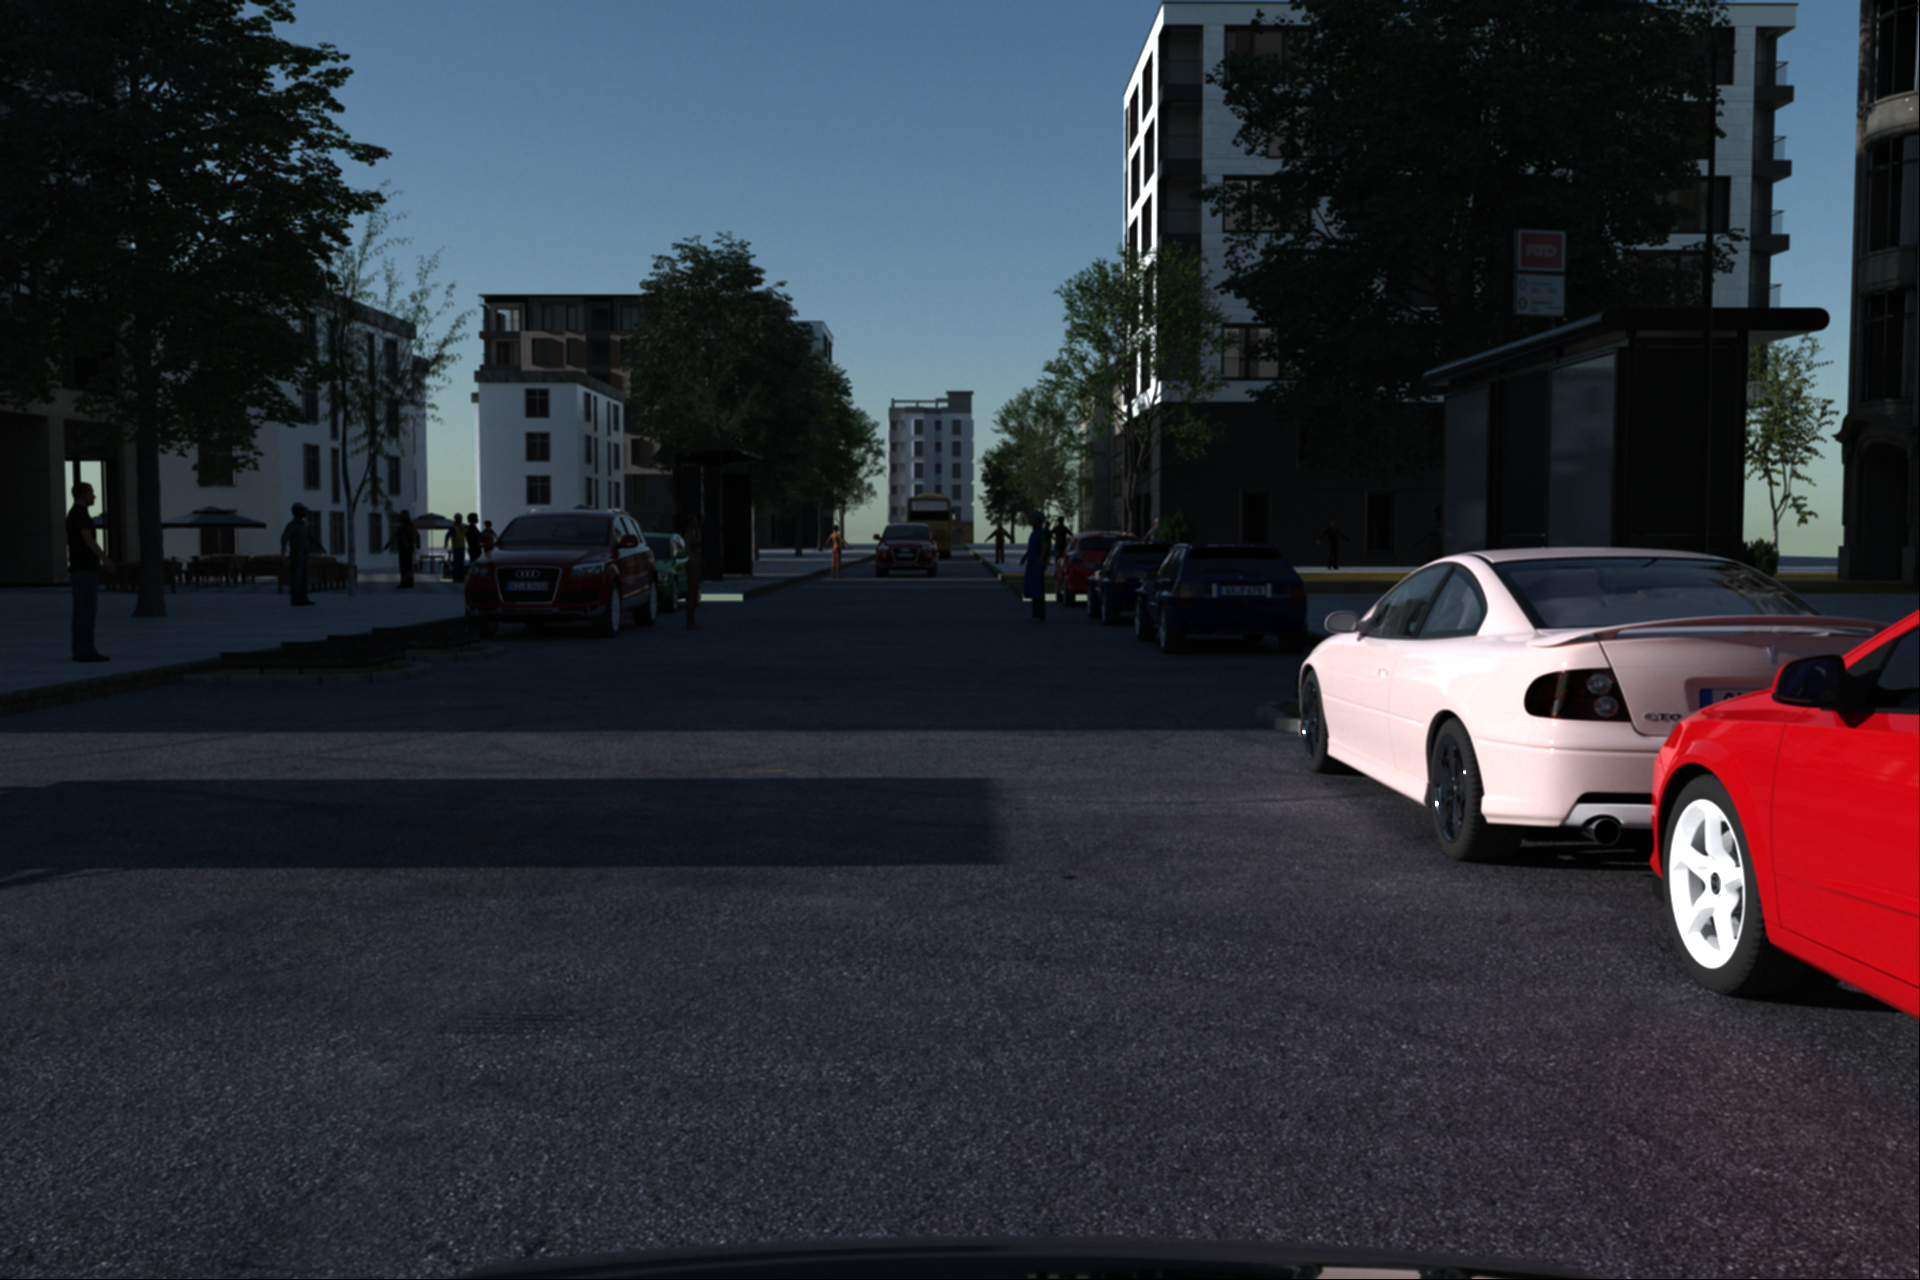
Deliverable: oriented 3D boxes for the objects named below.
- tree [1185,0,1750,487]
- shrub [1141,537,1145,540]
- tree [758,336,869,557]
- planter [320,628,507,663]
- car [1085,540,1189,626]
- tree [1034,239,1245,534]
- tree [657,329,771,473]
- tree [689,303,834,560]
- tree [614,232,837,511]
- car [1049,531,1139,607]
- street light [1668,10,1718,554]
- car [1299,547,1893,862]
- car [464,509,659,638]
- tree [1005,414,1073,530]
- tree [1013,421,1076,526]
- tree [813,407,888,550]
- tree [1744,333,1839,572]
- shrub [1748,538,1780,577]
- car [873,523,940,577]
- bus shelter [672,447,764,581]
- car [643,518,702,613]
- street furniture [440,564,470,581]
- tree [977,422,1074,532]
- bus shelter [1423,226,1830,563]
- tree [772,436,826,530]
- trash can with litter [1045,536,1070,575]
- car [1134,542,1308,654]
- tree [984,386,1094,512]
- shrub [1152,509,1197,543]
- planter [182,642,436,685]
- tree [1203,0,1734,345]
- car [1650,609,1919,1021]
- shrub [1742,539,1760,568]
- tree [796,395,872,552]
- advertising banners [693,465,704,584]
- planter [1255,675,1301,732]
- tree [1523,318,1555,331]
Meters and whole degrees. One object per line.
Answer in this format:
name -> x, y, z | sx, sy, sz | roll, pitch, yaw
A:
tree -> 9.426, -7.692, 32.415 | 9.857, 13.997, 8.962 | 0, 3, 0
shrub -> 5.590, -2.529, 52.468 | 1.383, 1.207, 1.383 | 0, 3, 0
tree -> -8.870, -11.056, 98.898 | 7.486, 12.596, 7.792 | 0, 3, 0
planter -> -6.404, 0.057, 20.210 | 1.991, 0.319, 1.994 | 0, 4, -1
car -> 3.074, -0.973, 28.483 | 1.945, 1.354, 3.894 | 0, 4, -1
tree -> 6.165, -8.297, 61.415 | 9.928, 11.665, 9.643 | 0, 3, 0
tree -> -9.634, -6.895, 63.088 | 4.360, 8.622, 3.978 | 0, 3, 0
tree -> -10.018, -10.204, 84.958 | 7.486, 12.596, 7.792 | 0, 3, 0
tree -> -9.707, -10.196, 73.354 | 9.857, 13.997, 8.962 | 0, 3, 0
car -> 2.928, -1.622, 35.567 | 2.155, 1.783, 4.494 | 0, 3, 0
street light -> 7.064, -2.604, 15.118 | 1.470, 5.913, 1.316 | 0, 4, 0
car -> 3.048, 0.208, 8.968 | 2.083, 1.381, 4.827 | 0, 4, -1
car -> -5.779, -1.036, 25.607 | 2.281, 1.827, 5.304 | 0, 4, -1
tree -> 5.331, -9.538, 106.308 | 4.360, 8.622, 3.978 | 0, 3, 0
tree -> 5.247, -9.902, 112.255 | 4.737, 8.622, 4.395 | 0, 3, 0
tree -> -9.435, -13.132, 140.470 | 9.928, 11.665, 9.643 | 0, 3, 0
tree -> 26.459, -6.476, 56.238 | 4.737, 8.622, 4.395 | 0, 3, 0
shrub -> 22.481, -2.293, 48.608 | 1.383, 1.207, 1.383 | 0, 3, 0
car -> -1.808, -3.107, 59.473 | 2.281, 1.827, 5.304 | 0, 4, 0
bus shelter -> -6.915, -3.594, 50.053 | 1.731, 3.624, 6.357 | 0, 4, 1
car -> -6.057, -1.478, 32.962 | 1.959, 1.807, 4.718 | 0, 3, 0
street furniture -> -11.922, -2.205, 51.679 | 5.734, 0.657, 10.072 | 0, 4, 2
tree -> 5.681, -12.437, 137.765 | 7.601, 10.594, 8.767 | 3, 4, 36
bus shelter -> 6.951, -2.613, 20.361 | 2.179, 5.291, 8.768 | 0, 4, -1
tree -> -10.013, -9.557, 106.619 | 4.360, 8.622, 3.978 | 0, 3, 0
trash can with litter -> 3.283, -2.609, 53.723 | 1.678, 1.210, 2.233 | 0, 4, -1
car -> 3.253, -0.583, 22.107 | 1.945, 1.354, 3.894 | 0, 4, -1
tree -> 5.531, -11.871, 119.844 | 9.928, 11.665, 9.643 | 0, 3, 0
shrub -> 6.921, -3.132, 55.250 | 1.661, 2.075, 1.752 | 0, 3, 0
planter -> -6.418, 0.226, 17.437 | 1.991, 0.319, 1.994 | 0, 4, -1
tree -> 12.933, -11.620, 45.869 | 12.611, 20.169, 13.585 | 0, 3, 0
car -> 3.237, 0.300, 4.131 | 2.155, 1.783, 4.494 | 0, 4, -1
shrub -> 19.167, -1.934, 42.733 | 1.383, 1.207, 1.383 | 0, 3, 0
tree -> -10.153, -12.292, 126.737 | 9.928, 11.665, 9.643 | 0, 3, 0
advertising banners -> -6.597, -2.899, 43.586 | 0.090, 3.025, 2.074 | 0, 4, 1
planter -> 3.300, 0.487, 13.174 | 1.991, 0.319, 1.994 | 0, 3, 0
tree -> 19.161, -6.521, 56.974 | 4.360, 8.622, 3.978 | 0, 3, 0
